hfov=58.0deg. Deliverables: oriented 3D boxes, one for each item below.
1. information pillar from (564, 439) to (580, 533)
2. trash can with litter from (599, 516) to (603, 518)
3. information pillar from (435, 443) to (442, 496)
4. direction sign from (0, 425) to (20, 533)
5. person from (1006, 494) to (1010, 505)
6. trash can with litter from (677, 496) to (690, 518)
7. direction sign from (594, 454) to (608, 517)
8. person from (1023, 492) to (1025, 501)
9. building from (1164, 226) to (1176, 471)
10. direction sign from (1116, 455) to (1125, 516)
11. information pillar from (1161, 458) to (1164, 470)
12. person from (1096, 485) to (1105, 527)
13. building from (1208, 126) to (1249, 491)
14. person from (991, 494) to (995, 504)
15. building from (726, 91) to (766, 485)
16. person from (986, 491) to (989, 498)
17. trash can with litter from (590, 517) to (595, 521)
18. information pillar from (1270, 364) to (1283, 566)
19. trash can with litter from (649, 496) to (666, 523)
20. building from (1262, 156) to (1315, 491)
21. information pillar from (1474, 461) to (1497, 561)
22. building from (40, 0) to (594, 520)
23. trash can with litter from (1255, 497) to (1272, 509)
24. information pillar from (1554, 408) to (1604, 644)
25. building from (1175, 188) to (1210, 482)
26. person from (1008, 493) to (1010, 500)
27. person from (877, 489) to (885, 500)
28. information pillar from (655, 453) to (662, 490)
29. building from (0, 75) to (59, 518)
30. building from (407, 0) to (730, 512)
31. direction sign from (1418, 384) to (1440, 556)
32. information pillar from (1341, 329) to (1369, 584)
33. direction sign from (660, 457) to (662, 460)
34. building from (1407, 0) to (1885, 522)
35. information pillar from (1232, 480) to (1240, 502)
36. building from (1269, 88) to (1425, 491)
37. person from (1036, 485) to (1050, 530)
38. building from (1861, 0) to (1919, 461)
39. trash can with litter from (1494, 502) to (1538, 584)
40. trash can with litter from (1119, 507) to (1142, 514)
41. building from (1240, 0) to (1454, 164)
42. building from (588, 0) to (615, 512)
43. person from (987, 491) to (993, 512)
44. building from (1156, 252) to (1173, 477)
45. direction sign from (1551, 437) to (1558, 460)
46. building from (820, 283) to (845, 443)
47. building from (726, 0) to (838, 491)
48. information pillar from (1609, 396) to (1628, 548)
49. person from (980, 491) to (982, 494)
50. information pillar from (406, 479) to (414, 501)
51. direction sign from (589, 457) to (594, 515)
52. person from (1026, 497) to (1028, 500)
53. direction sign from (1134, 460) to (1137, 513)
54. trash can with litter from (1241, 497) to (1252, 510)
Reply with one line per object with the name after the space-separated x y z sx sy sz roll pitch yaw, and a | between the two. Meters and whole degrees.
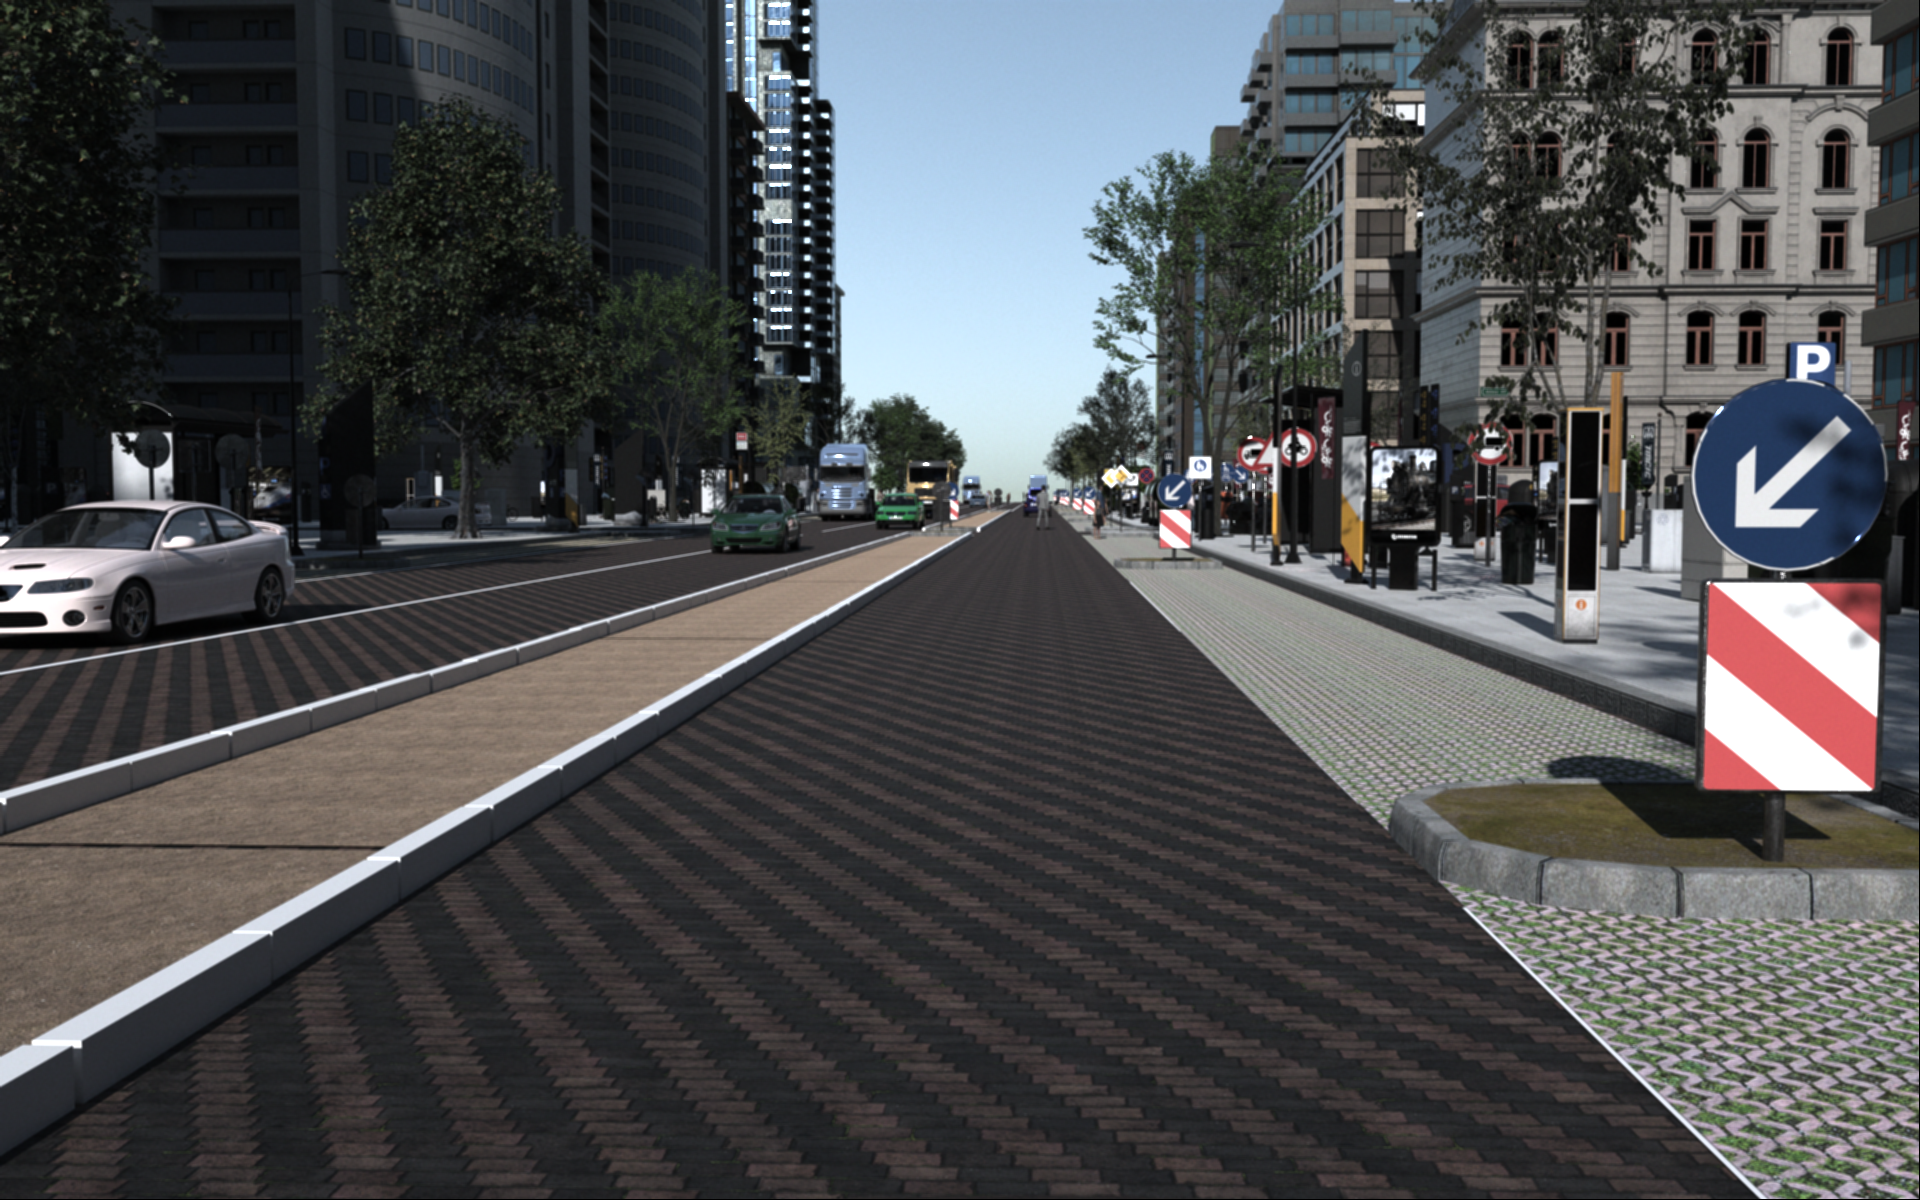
-12.862 -4.036 57.350 0.183 3.616 0.504 3 4 36 | information pillar
-19.039 -5.075 94.041 1.678 1.210 2.233 -1 4 -11 | trash can with litter
-24.124 -5.433 80.178 0.504 3.616 0.183 3 5 41 | information pillar
-31.440 -3.977 57.027 0.876 3.537 0.379 -1 4 -20 | direction sign
6.513 -13.712 235.957 1.065 1.426 0.557 3 5 45 | person
-15.006 -4.987 92.929 1.055 1.170 0.624 0 4 0 | trash can with litter
-20.317 -6.529 98.750 0.379 3.537 0.876 -3 5 -41 | direction sign
10.434 -16.617 281.009 0.721 1.723 1.217 0 4 1 | person
43.631 -39.743 269.413 23.786 49.044 30.456 0 4 3 | building
9.365 -6.676 101.146 0.379 3.537 0.876 -2 4 -26 | direction sign
13.332 -7.505 114.065 0.183 3.616 0.504 -1 4 -10 | information pillar
5.725 -3.783 70.542 0.419 1.800 0.721 -1 4 -8 | person
34.975 -31.290 195.179 14.154 41.232 14.086 0 4 3 | building
4.694 -15.461 261.989 1.217 1.736 0.721 -1 4 -12 | person
-33.009 -32.491 185.846 22.147 44.769 28.867 0 4 3 | building
3.740 -13.384 227.192 0.599 1.838 0.709 -1 4 -19 | person
-18.927 -4.424 83.388 2.233 1.210 1.678 3 5 42 | trash can with litter
5.688 -2.428 31.047 0.183 3.616 0.504 1 4 19 | information pillar
-13.713 -3.965 75.887 1.678 1.210 2.233 1 4 17 | trash can with litter
33.228 -23.179 150.680 14.160 30.474 14.107 0 4 3 | building
10.044 -1.749 33.093 0.304 2.012 0.304 3 5 41 | information pillar
-34.758 -33.940 96.920 21.231 58.520 28.212 0 4 3 | building
11.860 -3.371 66.499 0.624 1.170 1.055 -1 4 -21 | trash can with litter
5.324 -0.637 14.911 0.304 2.012 0.304 0 4 5 | information pillar
38.253 -36.518 247.172 14.600 45.320 14.200 0 4 3 | building
7.781 -16.032 272.096 0.415 1.643 0.593 -1 4 -16 | person
-6.525 -8.337 144.770 1.348 1.831 0.705 3 5 43 | person
-17.388 -6.644 99.992 0.183 3.616 0.504 2 4 30 | information pillar
-65.563 -47.692 92.435 31.000 86.520 22.319 0 4 3 | building
-33.973 -37.597 156.706 21.231 58.520 28.212 0 4 3 | building
9.737 -2.692 36.012 0.379 3.537 0.876 -1 4 -9 | direction sign
5.658 -2.047 24.824 0.183 3.616 0.504 -1 4 -23 | information pillar
-18.118 -6.906 104.911 0.379 3.537 0.876 0 4 -1 | direction sign
35.292 -18.213 85.178 23.554 28.519 14.401 0 4 3 | building
14.239 -5.186 89.282 0.304 2.012 0.304 3 4 37 | information pillar
34.022 -19.504 123.401 19.350 26.468 34.151 0 4 3 | building
3.317 -3.711 69.443 0.678 1.792 0.850 2 4 29 | person
35.965 -11.219 28.468 27.650 21.520 28.899 0 4 3 | building
7.969 -0.829 24.946 0.624 1.170 1.055 1 4 12 | trash can with litter
11.721 -6.291 113.909 2.233 1.210 1.678 3 5 40 | trash can with litter
39.791 -33.800 172.242 23.786 49.044 30.456 0 4 3 | building
-35.134 -42.244 128.935 20.563 71.187 20.611 0 4 3 | building
2.320 -7.751 136.227 0.522 1.701 0.512 -2 4 -24 | person
40.099 -37.246 292.565 14.154 41.232 14.086 0 4 3 | building
23.655 -4.672 68.386 0.379 3.537 0.876 -2 4 -24 | direction sign
-32.537 -36.311 285.562 32.217 40.220 23.993 0 4 3 | building
-29.059 -57.704 256.124 22.319 86.520 31.000 0 4 3 | building
15.754 -3.065 41.471 0.183 3.616 0.504 -1 4 -22 | information pillar
2.904 -14.166 240.106 0.705 1.826 1.348 -1 4 -21 | person
-25.990 -4.735 81.917 0.304 2.012 0.304 -2 4 -33 | information pillar
-22.701 -7.063 107.481 0.379 3.537 0.876 2 4 28 | direction sign
10.342 -15.717 266.945 0.415 1.643 0.593 2 4 26 | person
11.773 -7.600 116.259 0.379 3.537 0.876 1 4 12 | direction sign
12.685 -4.005 76.870 0.624 1.170 1.055 3 5 39 | trash can with litter
